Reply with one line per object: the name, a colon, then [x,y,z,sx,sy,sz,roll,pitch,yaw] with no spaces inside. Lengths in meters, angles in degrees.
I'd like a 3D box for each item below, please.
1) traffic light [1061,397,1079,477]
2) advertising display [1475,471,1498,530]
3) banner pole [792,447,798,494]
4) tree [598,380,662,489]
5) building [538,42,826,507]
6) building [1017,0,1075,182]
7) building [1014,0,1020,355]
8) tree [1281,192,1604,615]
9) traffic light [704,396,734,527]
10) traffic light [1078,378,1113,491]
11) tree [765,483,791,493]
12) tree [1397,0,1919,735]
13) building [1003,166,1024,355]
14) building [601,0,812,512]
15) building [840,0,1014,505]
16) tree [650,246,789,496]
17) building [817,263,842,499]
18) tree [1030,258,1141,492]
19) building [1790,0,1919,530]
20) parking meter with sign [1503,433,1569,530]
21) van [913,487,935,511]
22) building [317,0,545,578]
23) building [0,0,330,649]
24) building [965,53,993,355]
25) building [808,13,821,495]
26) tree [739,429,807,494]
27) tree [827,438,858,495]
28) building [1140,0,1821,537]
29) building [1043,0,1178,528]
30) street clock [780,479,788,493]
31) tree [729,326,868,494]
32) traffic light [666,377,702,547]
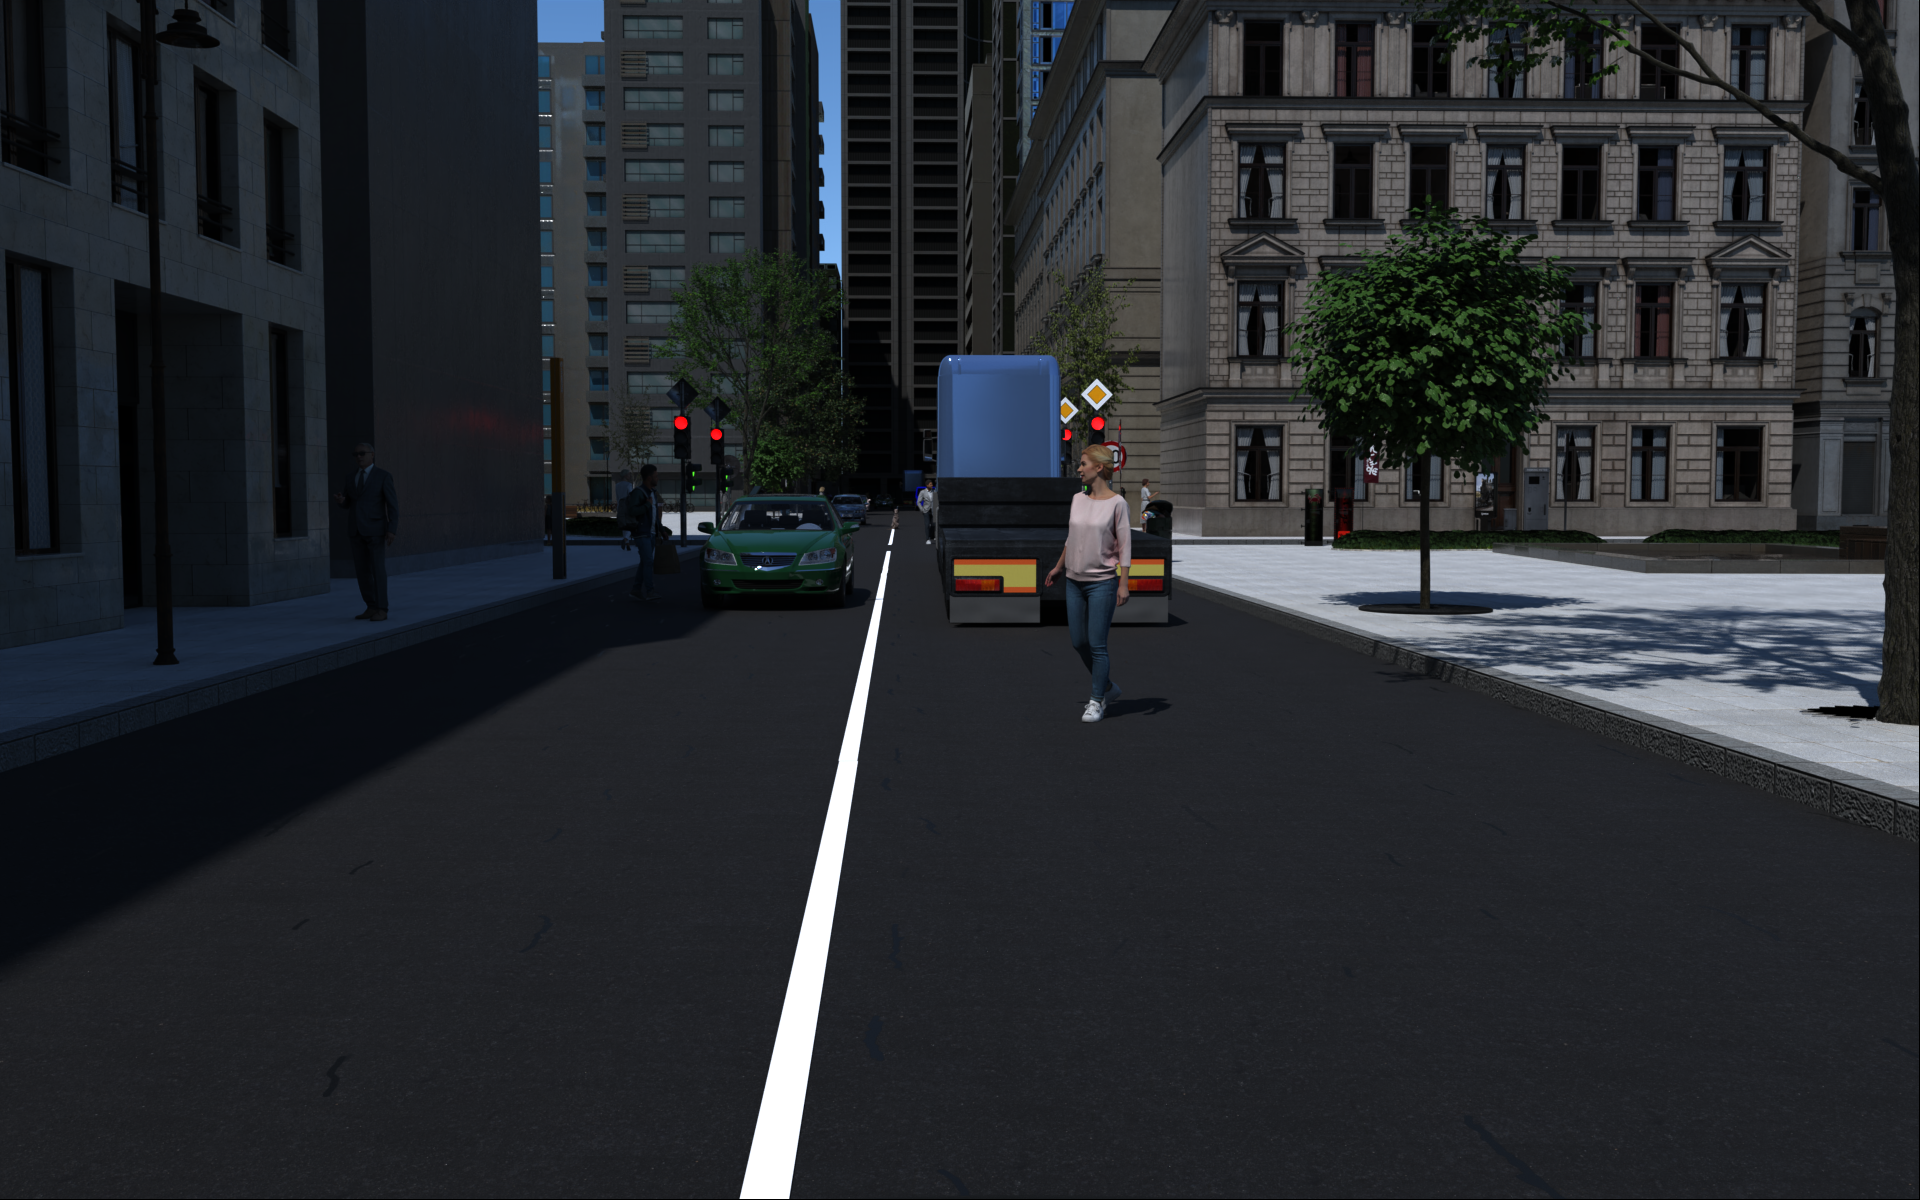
traffic light: [3.018,-3.741,50.080,0.839,4.253,0.868,0,4,-2]
advertising display: [15.154,-2.733,49.891,0.123,1.923,0.974,-1,4,-16]
banner pole: [-8.700,-6.198,91.348,0.401,3.779,0.863,1,4,22]
tree: [-20.710,-9.745,109.701,4.360,8.622,3.978,0,3,0]
building: [-29.908,-34.581,185.004,30.456,49.044,23.786,0,4,-2]
building: [13.407,-50.596,139.910,22.319,86.520,31.000,0,4,-2]
building: [11.634,-44.516,166.089,20.563,71.187,20.611,0,4,-2]
tree: [5.211,-2.155,18.951,4.285,4.588,4.351,0,3,0]
traffic light: [-6.936,-3.719,49.720,0.839,4.253,0.868,0,4,-2]
traffic light: [3.295,-3.253,42.100,0.839,4.253,0.868,0,4,-2]
tree: [-10.313,-6.281,97.294,1.663,3.219,1.824,0,3,0]
tree: [5.454,-5.127,9.576,9.928,11.665,9.643,0,3,0]
building: [11.614,-16.905,109.678,16.112,22.955,30.059,0,4,-2]
building: [-18.742,-27.372,131.120,14.154,41.232,14.086,0,4,-2]
building: [-4.443,-47.783,219.506,20.611,71.187,20.563,0,4,-2]
tree: [-8.690,-8.912,71.468,9.928,11.665,9.643,0,3,0]
building: [-21.967,-27.262,217.437,14.107,30.474,14.160,0,4,-2]
tree: [3.795,-6.390,54.845,4.737,8.622,4.395,0,3,0]
building: [34.908,-12.727,57.241,18.267,20.994,9.793,0,4,-2]
parking meter with sign: [16.610,-3.285,49.964,1.738,3.016,0.543,1,4,15]
van: [-2.870,-8.753,147.501,2.240,2.365,5.245,0,4,-1]
building: [-24.007,-13.030,32.103,30.058,24.678,14.314,0,4,-2]
building: [-13.088,-9.701,13.365,10.420,20.320,16.860,0,4,-2]
building: [11.570,-34.534,188.329,21.300,48.544,21.600,0,4,-2]
building: [-20.190,-31.169,159.723,14.600,45.320,14.200,0,4,-2]
tree: [-9.405,-6.319,87.024,4.285,4.588,4.351,0,3,0]
tree: [-12.122,-13.680,174.028,4.360,8.622,3.978,0,3,0]
building: [16.153,-11.727,56.371,19.286,19.102,10.561,0,4,-2]
building: [12.211,-15.070,79.678,16.112,22.955,30.059,0,4,-2]
street clock: [-8.281,-4.705,81.499,0.358,2.002,0.471,0,4,5]
tree: [-10.851,-12.170,115.992,9.611,12.733,9.660,0,3,0]
traffic light: [-6.660,-3.231,41.740,0.839,4.253,0.868,0,4,-2]
